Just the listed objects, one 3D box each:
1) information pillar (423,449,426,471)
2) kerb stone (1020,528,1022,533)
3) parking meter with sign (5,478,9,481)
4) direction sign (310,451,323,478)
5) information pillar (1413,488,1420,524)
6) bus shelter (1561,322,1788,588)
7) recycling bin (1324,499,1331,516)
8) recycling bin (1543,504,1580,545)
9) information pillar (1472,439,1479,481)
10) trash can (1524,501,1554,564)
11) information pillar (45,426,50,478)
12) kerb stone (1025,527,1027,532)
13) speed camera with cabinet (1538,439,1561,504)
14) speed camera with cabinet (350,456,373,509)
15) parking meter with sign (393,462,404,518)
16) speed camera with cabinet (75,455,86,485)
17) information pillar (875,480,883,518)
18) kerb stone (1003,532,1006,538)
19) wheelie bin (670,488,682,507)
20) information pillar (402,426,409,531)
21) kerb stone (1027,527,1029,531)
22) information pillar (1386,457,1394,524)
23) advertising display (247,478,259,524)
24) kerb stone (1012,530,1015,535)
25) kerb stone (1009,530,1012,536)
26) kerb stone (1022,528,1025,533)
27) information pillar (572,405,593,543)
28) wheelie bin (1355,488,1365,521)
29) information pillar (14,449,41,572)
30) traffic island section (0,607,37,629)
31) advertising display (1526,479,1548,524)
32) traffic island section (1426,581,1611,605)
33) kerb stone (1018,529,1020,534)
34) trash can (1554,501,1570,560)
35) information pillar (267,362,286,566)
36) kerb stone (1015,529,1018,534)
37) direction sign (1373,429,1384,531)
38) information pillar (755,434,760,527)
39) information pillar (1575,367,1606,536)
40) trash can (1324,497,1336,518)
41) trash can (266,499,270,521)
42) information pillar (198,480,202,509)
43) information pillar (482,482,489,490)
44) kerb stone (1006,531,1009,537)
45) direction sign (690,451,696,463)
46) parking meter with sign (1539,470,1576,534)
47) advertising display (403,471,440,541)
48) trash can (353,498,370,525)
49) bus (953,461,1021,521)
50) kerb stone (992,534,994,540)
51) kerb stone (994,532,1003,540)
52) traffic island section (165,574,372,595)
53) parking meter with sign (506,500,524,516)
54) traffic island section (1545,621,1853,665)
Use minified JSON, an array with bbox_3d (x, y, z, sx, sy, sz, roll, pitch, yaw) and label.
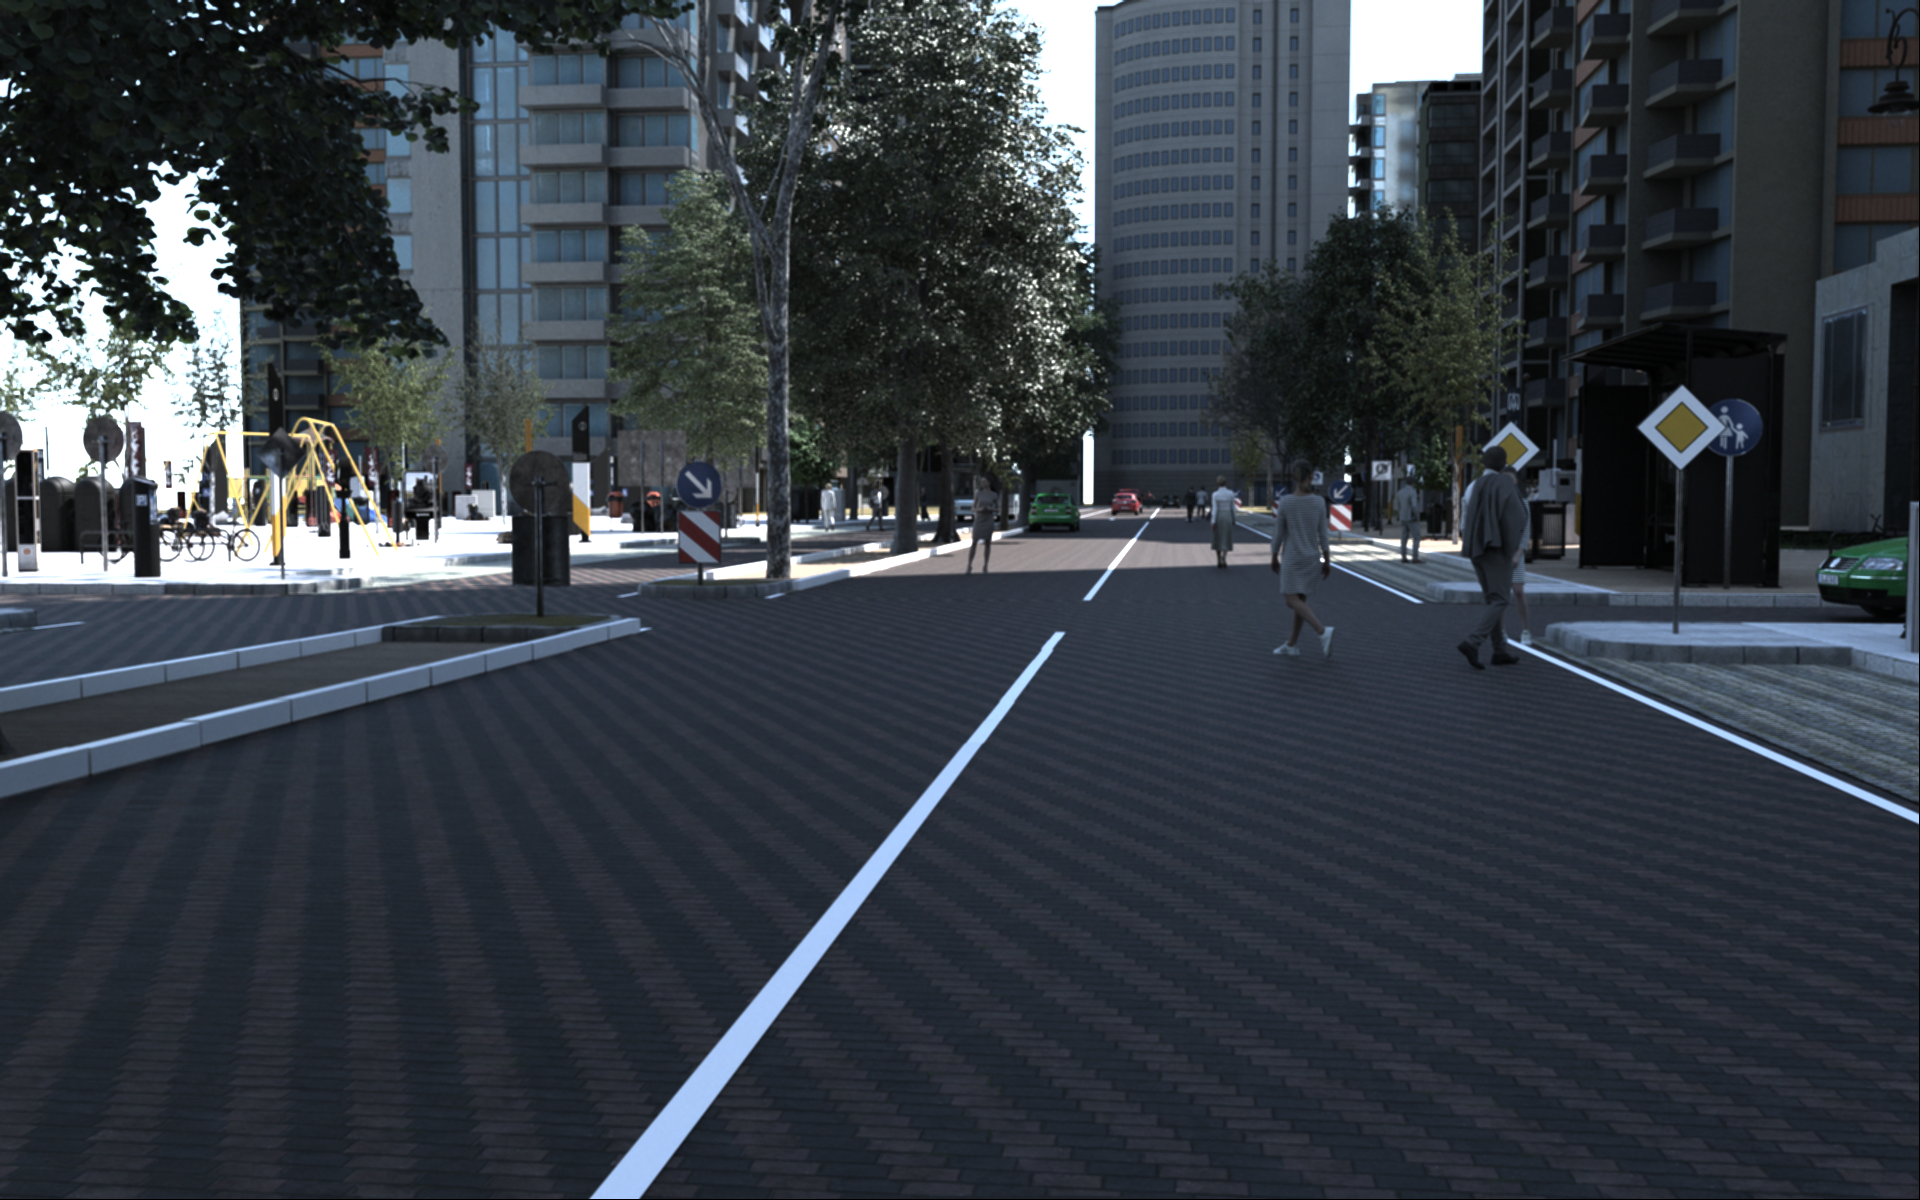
[{"bbox_3d":[-28.198,-6.108,91.221,0.183,3.616,0.504,-1,4,-9],"label":"information pillar"},{"bbox_3d":[2.068,-2.479,62.768,0.120,0.150,1.000,0,4,7],"label":"kerb stone"},{"bbox_3d":[-46.490,-5.379,84.211,1.738,3.016,0.543,0,4,-7],"label":"parking meter with sign"},{"bbox_3d":[-34.183,-6.115,91.977,0.379,3.537,0.876,2,4,35],"label":"direction sign"},{"bbox_3d":[19.140,-4.180,72.829,0.304,2.012,0.304,-1,4,-9],"label":"information pillar"},{"bbox_3d":[10.821,-2.168,26.731,1.731,3.624,6.357,0,4,7],"label":"bus shelter"},{"bbox_3d":[20.275,-5.138,96.556,0.722,1.027,0.722,0,4,1],"label":"recycling bin"},{"bbox_3d":[15.201,-1.901,43.638,0.722,1.027,0.722,-2,4,-27],"label":"recycling bin"},{"bbox_3d":[21.817,-5.016,73.361,0.183,3.616,0.504,-1,4,-10],"label":"information pillar"},{"bbox_3d":[10.412,-1.255,32.174,0.748,1.137,0.748,0,3,0],"label":"trash can"},{"bbox_3d":[-31.155,-4.147,59.160,0.183,3.616,0.504,-2,4,-30],"label":"information pillar"},{"bbox_3d":[2.316,-2.606,64.799,0.120,0.150,1.000,0,4,7],"label":"kerb stone"},{"bbox_3d":[22.096,-4.205,63.093,2.038,3.252,0.660,-1,4,-19],"label":"speed camera with cabinet"},{"bbox_3d":[-31.067,-5.844,89.884,0.660,3.252,2.038,0,4,-1],"label":"speed camera with cabinet"},{"bbox_3d":[-30.253,-5.981,94.054,0.543,3.016,1.738,-2,4,-31],"label":"parking meter with sign"},{"bbox_3d":[-45.404,-5.753,88.395,2.038,3.252,0.660,0,4,-4],"label":"speed camera with cabinet"},{"bbox_3d":[-4.382,-5.458,93.738,0.304,2.012,0.304,1,4,20],"label":"information pillar"},{"bbox_3d":[1.319,-2.105,56.665,0.120,0.150,1.000,0,4,7],"label":"kerb stone"},{"bbox_3d":[-14.839,-5.106,91.389,0.980,1.594,0.693,1,4,12],"label":"wheelie bin"},{"bbox_3d":[-19.093,-4.174,59.600,0.183,3.616,0.504,-2,4,-24],"label":"information pillar"},{"bbox_3d":[2.435,-2.668,65.814,0.120,0.150,1.000,0,4,7],"label":"kerb stone"},{"bbox_3d":[18.241,-5.015,73.346,0.183,3.616,0.504,2,4,28],"label":"information pillar"},{"bbox_3d":[-29.145,-4.050,71.437,0.123,1.923,0.974,0,4,0],"label":"advertising display"},{"bbox_3d":[1.703,-2.295,59.723,0.120,0.150,1.000,0,4,7],"label":"kerb stone"},{"bbox_3d":[1.583,-2.233,58.708,0.120,0.150,1.000,0,4,7],"label":"kerb stone"},{"bbox_3d":[2.198,-2.543,63.783,0.120,0.150,1.000,0,4,7],"label":"kerb stone"},{"bbox_3d":[-9.968,-3.319,45.627,0.504,3.616,0.183,1,4,19],"label":"information pillar"},{"bbox_3d":[19.088,-4.622,83.486,0.980,1.594,0.693,0,4,5],"label":"wheelie bin"},{"bbox_3d":[-15.362,-1.471,28.537,0.304,2.012,0.304,-1,4,-17],"label":"information pillar"},{"bbox_3d":[-11.157,0.256,18.095,2.009,0.180,2.903,0,4,7],"label":"traffic island section"},{"bbox_3d":[24.576,-4.199,73.859,0.974,1.923,0.123,3,4,37],"label":"advertising display"},{"bbox_3d":[7.566,-0.097,23.868,2.009,0.180,2.903,0,4,7],"label":"traffic island section"},{"bbox_3d":[1.945,-2.419,61.753,0.120,0.150,1.000,0,4,7],"label":"kerb stone"},{"bbox_3d":[11.548,-1.363,33.945,0.748,1.137,0.748,0,3,0],"label":"trash can"},{"bbox_3d":[-12.264,-2.431,31.097,0.183,3.616,0.504,0,4,0],"label":"information pillar"},{"bbox_3d":[1.831,-2.357,60.737,0.120,0.150,1.000,0,4,7],"label":"kerb stone"},{"bbox_3d":[14.746,-4.217,60.953,0.379,3.537,0.876,0,4,-2],"label":"direction sign"},{"bbox_3d":[-7.926,-4.671,67.727,0.183,3.616,0.504,0,4,-5],"label":"information pillar"},{"bbox_3d":[11.574,-2.471,31.759,0.504,3.616,0.183,1,4,11],"label":"information pillar"},{"bbox_3d":[19.935,-4.985,93.152,0.748,1.137,0.748,0,3,0],"label":"trash can"},{"bbox_3d":[-31.413,-4.133,79.228,0.748,1.137,0.748,0,3,0],"label":"trash can"},{"bbox_3d":[-39.538,-5.257,90.440,0.304,2.012,0.304,0,4,6],"label":"information pillar"},{"bbox_3d":[-28.020,-5.985,102.345,0.304,2.012,0.304,3,5,39],"label":"information pillar"},{"bbox_3d":[1.447,-2.171,57.685,0.120,0.150,1.000,0,4,7],"label":"kerb stone"},{"bbox_3d":[-13.677,-5.920,88.795,0.379,3.537,0.876,1,4,12],"label":"direction sign"},{"bbox_3d":[19.622,-3.658,56.070,1.738,3.016,0.543,1,4,15],"label":"parking meter with sign"},{"bbox_3d":[-14.908,-2.614,47.960,0.974,1.923,0.123,-2,4,-34],"label":"advertising display"},{"bbox_3d":[-24.679,-3.656,71.437,0.748,1.137,0.748,0,3,0],"label":"trash can"},{"bbox_3d":[1.463,-6.070,94.108,2.948,3.499,13.247,0,4,8],"label":"bus"},{"bbox_3d":[0.836,-1.859,52.584,0.120,0.150,1.000,0,4,7],"label":"kerb stone"},{"bbox_3d":[1.203,-2.046,55.649,0.120,0.150,1.000,0,4,7],"label":"kerb stone"},{"bbox_3d":[-10.194,-0.229,26.022,2.009,0.180,2.903,0,4,7],"label":"traffic island section"},{"bbox_3d":[-26.194,-6.540,103.185,0.543,3.016,1.738,3,4,38],"label":"parking meter with sign"},{"bbox_3d":[6.604,0.388,15.941,2.009,0.180,2.903,0,4,7],"label":"traffic island section"}]
